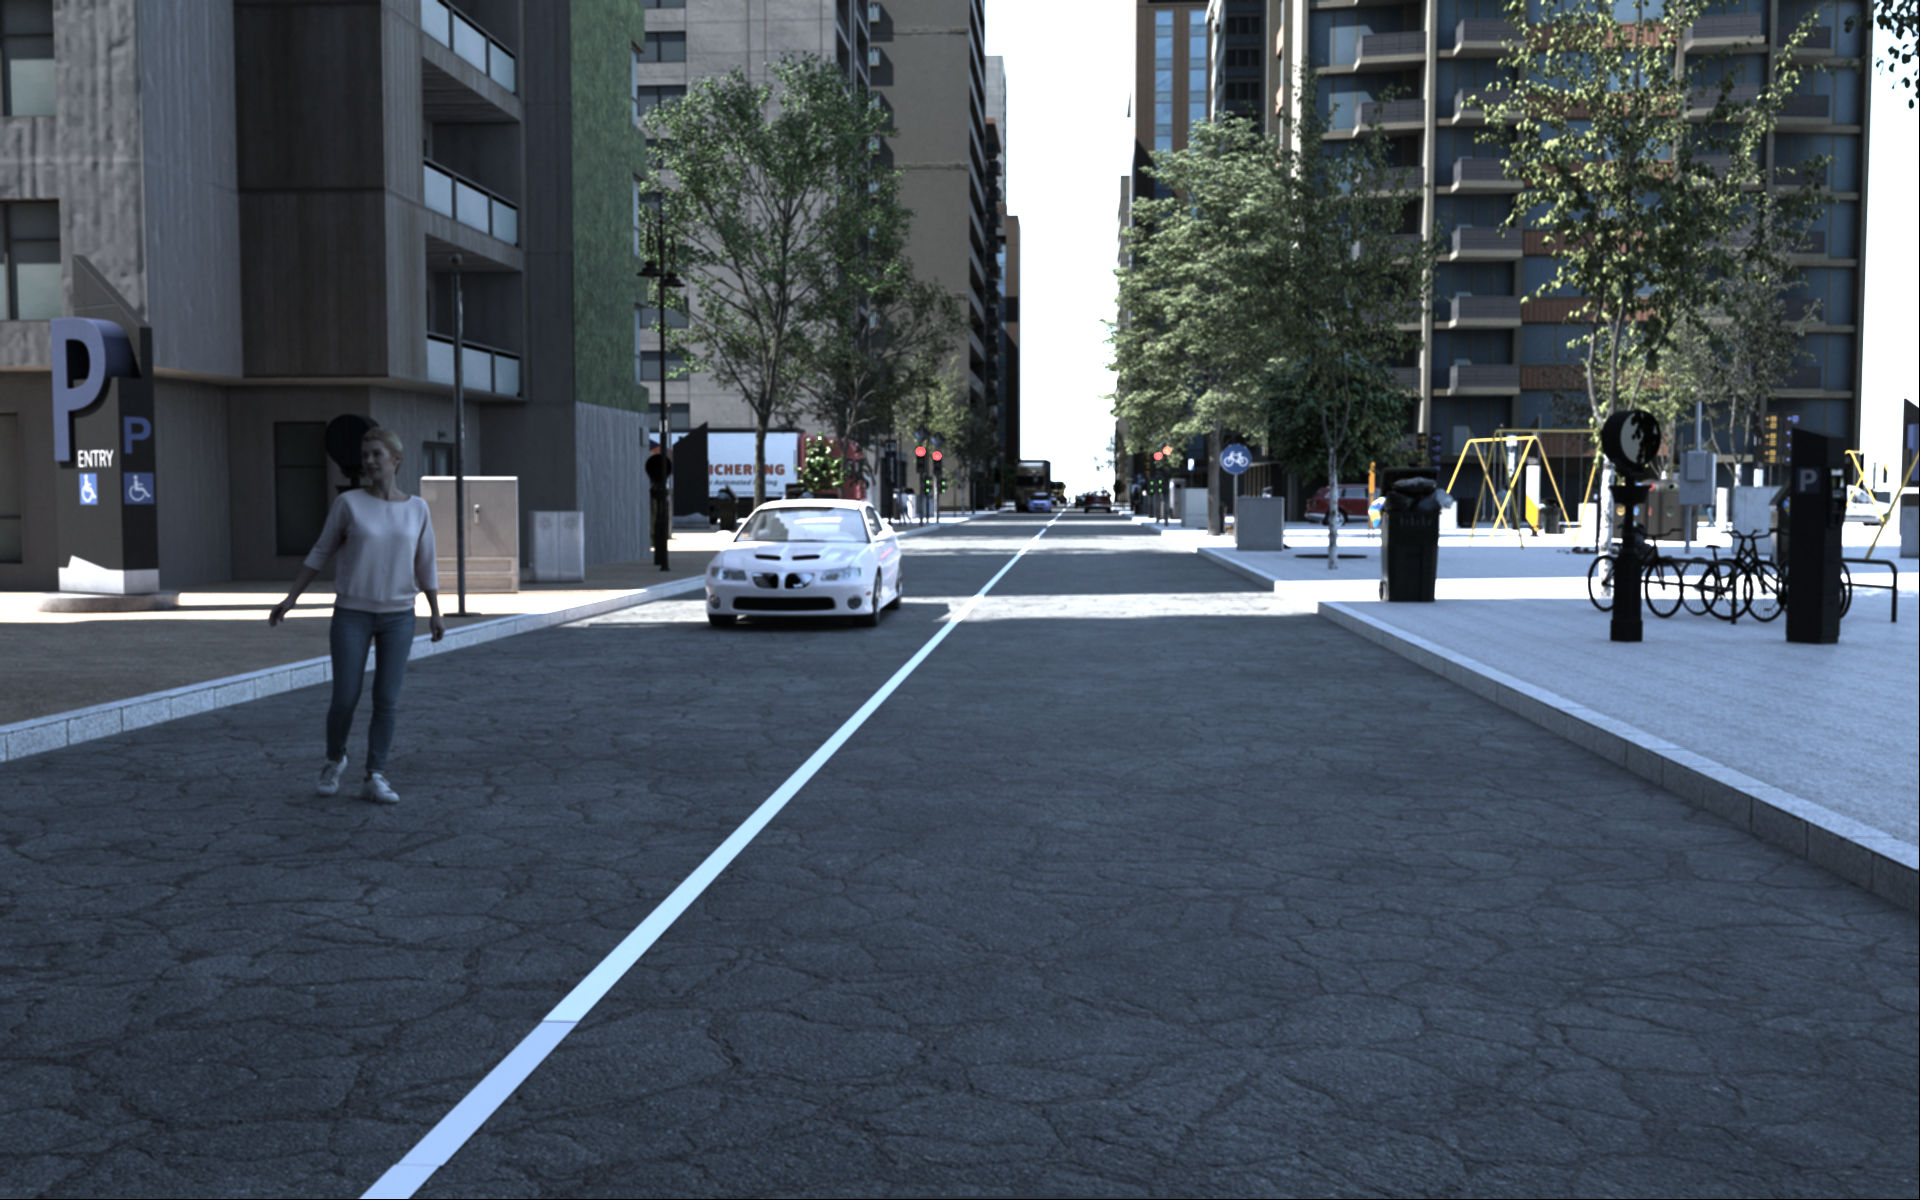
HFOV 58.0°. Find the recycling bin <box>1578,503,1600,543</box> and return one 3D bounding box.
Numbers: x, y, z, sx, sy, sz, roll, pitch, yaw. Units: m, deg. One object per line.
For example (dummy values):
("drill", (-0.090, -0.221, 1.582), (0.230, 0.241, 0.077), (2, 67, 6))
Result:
("recycling bin", (16.888, -2.055, 46.147), (0.722, 1.027, 0.722), (2, 4, 24))

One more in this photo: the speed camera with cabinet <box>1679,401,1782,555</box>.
("speed camera with cabinet", (16.440, -2.601, 36.858), (2.038, 3.252, 0.660), (2, 4, 29))

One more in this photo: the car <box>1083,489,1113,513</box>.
("car", (10.380, -7.451, 130.503), (2.281, 1.827, 5.304), (0, 4, 4))

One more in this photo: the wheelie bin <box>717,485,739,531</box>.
("wheelie bin", (-8.180, -3.246, 60.983), (0.693, 1.594, 0.980), (0, 4, 2))

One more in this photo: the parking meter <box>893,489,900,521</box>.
("parking meter", (-3.046, -4.634, 84.171), (0.372, 1.533, 0.369), (0, 3, 0))

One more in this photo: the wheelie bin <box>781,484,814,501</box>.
("wheelie bin", (-4.890, -2.702, 52.093), (0.980, 1.594, 0.693), (0, 4, -2))

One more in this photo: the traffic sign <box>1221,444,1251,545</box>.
("traffic sign", (6.984, -2.679, 43.907), (0.768, 2.556, 0.104), (0, 4, 8))

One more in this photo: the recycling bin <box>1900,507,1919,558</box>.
("recycling bin", (19.407, -1.358, 34.765), (0.722, 1.027, 0.722), (-2, 4, -34))

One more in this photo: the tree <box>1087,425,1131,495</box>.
("tree", (20.616, -18.397, 235.196), (7.601, 10.594, 8.767), (1, 4, 17))

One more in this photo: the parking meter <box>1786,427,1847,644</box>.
("parking meter", (7.375, -0.562, 14.907), (0.255, 1.863, 0.399), (-2, 4, -30))

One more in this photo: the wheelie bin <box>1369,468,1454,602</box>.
("wheelie bin", (5.413, -0.784, 20.731), (0.980, 1.594, 0.693), (0, 4, 4))

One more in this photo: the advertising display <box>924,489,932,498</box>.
("advertising display", (-2.113, -6.683, 114.487), (0.123, 1.923, 0.974), (2, 4, 28))

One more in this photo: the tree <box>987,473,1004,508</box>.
("tree", (3.288, -10.223, 161.750), (1.663, 3.219, 1.824), (0, 3, 0))

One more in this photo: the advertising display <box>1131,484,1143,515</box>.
("advertising display", (10.961, -6.249, 107.384), (0.123, 1.923, 0.974), (-3, 4, -37))

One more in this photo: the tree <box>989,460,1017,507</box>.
("tree", (4.406, -11.215, 167.081), (4.285, 4.588, 4.351), (0, 3, 0))

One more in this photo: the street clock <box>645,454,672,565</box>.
("street clock", (-5.427, -1.631, 31.230), (0.471, 2.002, 0.358), (-1, 4, -12))

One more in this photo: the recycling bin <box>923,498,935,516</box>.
("recycling bin", (-1.907, -5.385, 100.595), (0.722, 1.027, 0.722), (-1, 4, -18))

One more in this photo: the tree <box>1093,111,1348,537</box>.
("tree", (8.052, -8.177, 51.828), (7.486, 12.596, 7.792), (0, 3, 0))

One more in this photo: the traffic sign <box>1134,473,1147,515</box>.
("traffic sign", (10.830, -6.358, 104.058), (0.768, 2.556, 0.104), (0, 4, 4))

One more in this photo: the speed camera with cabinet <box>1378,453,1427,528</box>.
("speed camera with cabinet", (16.910, -4.362, 65.659), (2.038, 3.252, 0.660), (3, 5, 43))

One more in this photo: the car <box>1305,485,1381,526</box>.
("car", (16.930, -3.840, 71.452), (5.304, 1.827, 2.281), (0, 4, 6))

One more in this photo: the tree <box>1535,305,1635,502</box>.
("tree", (23.965, -7.021, 65.156), (4.360, 8.622, 3.978), (0, 3, 0))

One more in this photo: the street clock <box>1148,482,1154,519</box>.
("street clock", (9.925, -5.218, 89.890), (0.358, 2.002, 0.471), (2, 4, 26))

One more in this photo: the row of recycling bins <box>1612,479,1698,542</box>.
("row of recycling bins", (19.300, -2.506, 48.080), (1.069, 1.692, 3.534), (0, 4, -8))

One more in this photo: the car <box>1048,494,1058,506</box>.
("car", (10.534, -11.877, 203.975), (2.009, 1.686, 4.222), (0, 4, 2))

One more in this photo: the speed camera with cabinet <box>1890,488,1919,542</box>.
("speed camera with cabinet", (26.018, -3.168, 46.132), (2.038, 3.252, 0.660), (1, 4, 22))

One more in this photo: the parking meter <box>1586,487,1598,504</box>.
("parking meter", (21.648, -3.117, 59.373), (0.372, 1.533, 0.369), (0, 3, 0))

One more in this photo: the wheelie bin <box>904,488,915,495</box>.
("wheelie bin", (-2.868, -5.396, 96.125), (0.980, 1.594, 0.693), (2, 4, 30))

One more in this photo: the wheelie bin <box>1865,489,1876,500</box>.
("wheelie bin", (57.769, -6.250, 110.092), (0.693, 1.594, 0.980), (1, 4, 9))

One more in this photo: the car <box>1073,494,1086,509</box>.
("car", (12.270, -9.754, 171.272), (2.131, 1.459, 4.920), (0, 4, 4))

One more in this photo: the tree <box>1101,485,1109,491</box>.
("tree", (25.412, -19.168, 308.002), (1.663, 3.219, 1.824), (0, 3, 0))

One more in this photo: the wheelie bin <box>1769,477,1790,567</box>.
("wheelie bin", (14.792, -1.399, 30.783), (0.693, 1.594, 0.980), (1, 4, 14))

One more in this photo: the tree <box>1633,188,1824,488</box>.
("tree", (19.034, -5.631, 42.424), (4.360, 8.622, 3.978), (0, 3, 0))

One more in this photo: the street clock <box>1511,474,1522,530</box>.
("street clock", (19.607, -3.457, 61.095), (0.358, 2.002, 0.471), (0, 4, -2))

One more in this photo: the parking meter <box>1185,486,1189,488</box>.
("parking meter", (16.934, -7.596, 129.909), (0.399, 1.863, 0.255), (3, 4, 36))

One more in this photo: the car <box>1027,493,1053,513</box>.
("car", (6.013, -7.387, 130.370), (1.945, 1.707, 3.694), (0, 4, 4))

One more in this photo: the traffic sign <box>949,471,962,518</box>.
("traffic sign", (-0.278, -5.783, 94.661), (0.768, 2.556, 0.104), (0, 4, 5))

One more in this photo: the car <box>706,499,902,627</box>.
("car", (-1.727, -0.484, 20.276), (2.083, 1.381, 4.827), (0, 4, 3))

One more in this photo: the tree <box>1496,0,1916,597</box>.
("tree", (8.267, -4.338, 21.292), (4.737, 8.622, 4.395), (0, 3, 0))

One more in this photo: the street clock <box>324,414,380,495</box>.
("street clock", (-5.522, -0.689, 15.837), (0.471, 2.002, 0.358), (1, 4, 9))

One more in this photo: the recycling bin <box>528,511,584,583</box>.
("recycling bin", (-5.894, -0.778, 25.272), (0.722, 1.027, 0.722), (-1, 4, -19))

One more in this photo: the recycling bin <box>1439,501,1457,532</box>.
("recycling bin", (16.551, -2.859, 59.297), (0.722, 1.027, 0.722), (0, 4, 1))

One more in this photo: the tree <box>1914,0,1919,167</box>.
("tree", (8.331, -3.755, 11.755), (4.737, 8.622, 4.395), (0, 3, 0))

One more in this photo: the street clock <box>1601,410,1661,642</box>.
("street clock", (5.814, -0.641, 15.054), (0.471, 2.002, 0.358), (-2, 4, -23))

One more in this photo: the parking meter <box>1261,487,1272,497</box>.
("parking meter", (10.530, -3.122, 59.452), (0.372, 1.533, 0.369), (0, 3, 0))

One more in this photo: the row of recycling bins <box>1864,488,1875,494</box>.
("row of recycling bins", (62.855, -7.087, 122.984), (3.534, 1.692, 1.069), (2, 4, 25))

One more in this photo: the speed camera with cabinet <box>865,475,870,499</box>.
("speed camera with cabinet", (-5.292, -5.367, 82.090), (2.038, 3.252, 0.660), (-2, 4, -25))

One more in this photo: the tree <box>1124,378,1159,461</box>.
("tree", (11.340, -9.014, 97.748), (4.737, 8.622, 4.395), (0, 3, 0))

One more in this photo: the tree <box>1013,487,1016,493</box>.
("tree", (6.768, -12.690, 202.088), (1.663, 3.219, 1.824), (0, 3, 0))

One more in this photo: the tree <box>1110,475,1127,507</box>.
("tree", (18.046, -12.282, 195.414), (1.663, 3.219, 1.824), (0, 3, 0))

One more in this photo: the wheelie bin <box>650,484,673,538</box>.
("wheelie bin", (-8.663, -2.566, 49.865), (0.693, 1.594, 0.980), (1, 4, 22))

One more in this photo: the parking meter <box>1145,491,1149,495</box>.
("parking meter", (12.787, -6.684, 117.700), (0.372, 1.533, 0.369), (0, 3, 0))
